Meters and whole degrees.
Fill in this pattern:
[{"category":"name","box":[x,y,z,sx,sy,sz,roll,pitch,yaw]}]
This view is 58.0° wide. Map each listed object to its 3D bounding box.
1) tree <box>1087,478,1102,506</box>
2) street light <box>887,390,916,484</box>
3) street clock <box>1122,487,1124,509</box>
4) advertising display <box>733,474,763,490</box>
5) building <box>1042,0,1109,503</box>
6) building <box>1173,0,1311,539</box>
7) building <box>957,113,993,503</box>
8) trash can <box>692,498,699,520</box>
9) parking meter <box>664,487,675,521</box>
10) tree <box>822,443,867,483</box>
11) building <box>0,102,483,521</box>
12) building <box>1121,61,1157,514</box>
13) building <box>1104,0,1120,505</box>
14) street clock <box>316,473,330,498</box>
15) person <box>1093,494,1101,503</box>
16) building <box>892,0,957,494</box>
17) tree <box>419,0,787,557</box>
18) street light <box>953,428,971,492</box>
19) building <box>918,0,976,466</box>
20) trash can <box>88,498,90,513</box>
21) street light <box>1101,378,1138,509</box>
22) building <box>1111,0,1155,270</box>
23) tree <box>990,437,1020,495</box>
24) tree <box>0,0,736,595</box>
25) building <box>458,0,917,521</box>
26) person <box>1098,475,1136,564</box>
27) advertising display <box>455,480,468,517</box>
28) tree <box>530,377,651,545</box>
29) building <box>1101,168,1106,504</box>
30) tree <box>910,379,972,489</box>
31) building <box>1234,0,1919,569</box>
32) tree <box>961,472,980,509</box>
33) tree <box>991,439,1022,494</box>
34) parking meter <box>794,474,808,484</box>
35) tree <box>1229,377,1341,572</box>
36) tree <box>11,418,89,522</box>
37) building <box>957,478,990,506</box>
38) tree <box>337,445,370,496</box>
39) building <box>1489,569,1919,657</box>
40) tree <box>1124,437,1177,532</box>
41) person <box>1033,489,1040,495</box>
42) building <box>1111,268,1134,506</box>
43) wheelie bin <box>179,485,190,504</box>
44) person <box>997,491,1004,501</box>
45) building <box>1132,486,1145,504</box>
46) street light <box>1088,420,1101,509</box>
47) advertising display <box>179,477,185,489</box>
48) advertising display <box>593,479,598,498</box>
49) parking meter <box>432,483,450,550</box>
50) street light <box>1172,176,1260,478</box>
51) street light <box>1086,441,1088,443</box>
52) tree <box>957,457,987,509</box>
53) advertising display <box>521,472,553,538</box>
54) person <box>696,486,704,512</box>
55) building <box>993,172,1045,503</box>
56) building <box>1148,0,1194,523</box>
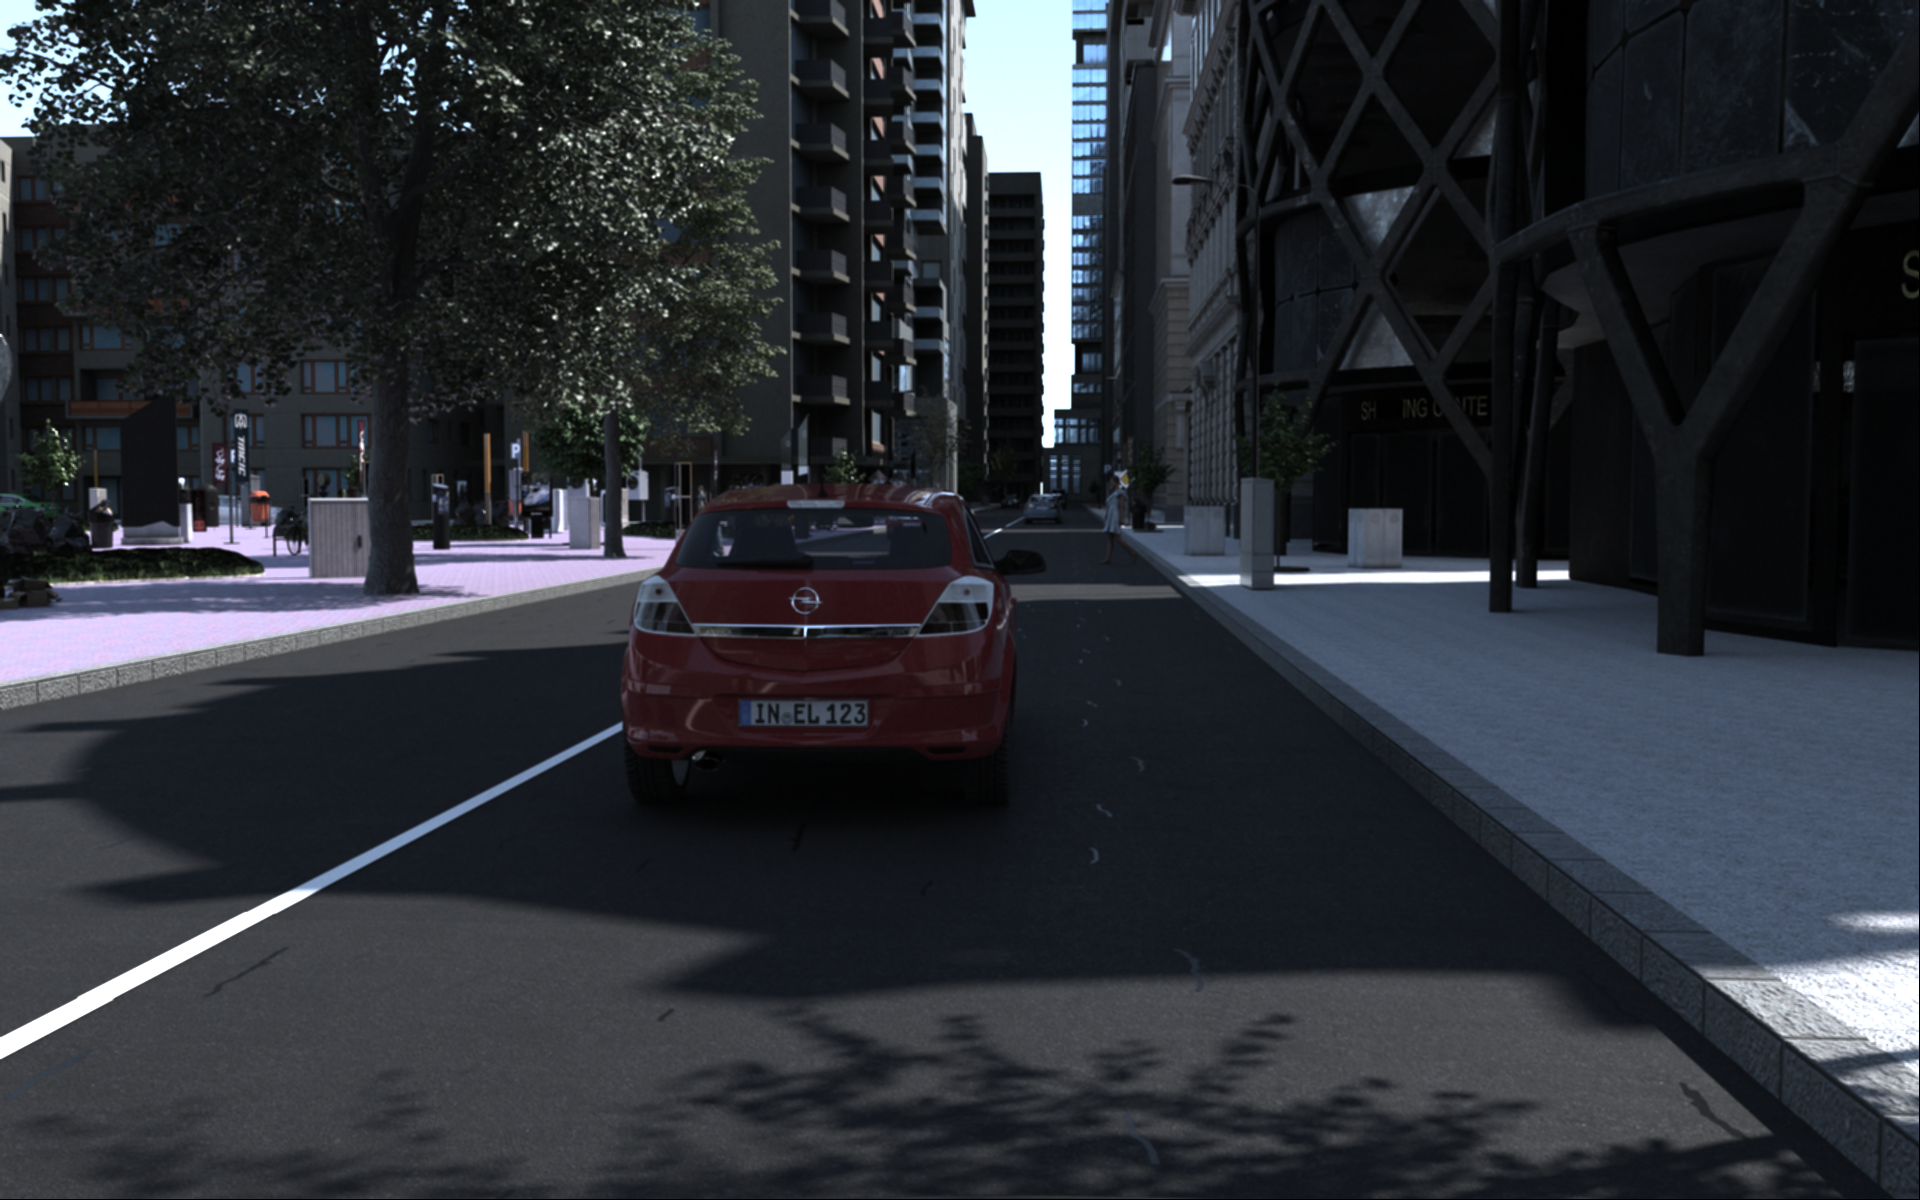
[{"category":"tree","box":[14.867,-12.152,193.278,1.663,3.219,1.824,0,3,0]},{"category":"street light","box":[-2.679,-6.428,77.644,1.470,5.913,1.316,0,4,4]},{"category":"street clock","box":[7.452,-4.604,79.845,0.358,2.002,0.471,-1,4,-15]},{"category":"advertising display","box":[-6.763,-3.065,55.324,0.974,1.923,0.123,-2,4,-24]},{"category":"building","box":[27.465,-57.050,245.441,31.000,86.520,22.319,0,4,4]},{"category":"building","box":[13.151,-13.983,57.502,11.050,23.489,19.941,0,4,4]},{"category":"building","box":[-7.449,-36.329,217.680,21.600,48.544,21.300,0,4,4]},{"category":"trash can","box":[-10.532,-3.425,67.656,0.748,1.137,0.748,0,3,0]},{"category":"parking meter","box":[-9.850,-3.086,58.865,0.372,1.533,0.369,0,3,0]},{"category":"tree","box":[-4.222,-4.293,64.789,1.663,3.219,1.824,0,3,0]},{"category":"building","box":[-40.170,-15.252,94.407,28.899,21.520,27.650,0,4,4]},{"category":"building","box":[17.022,-18.878,102.166,14.314,27.812,24.014,0,4,4]},{"category":"building","box":[27.041,-40.040,196.652,21.231,58.520,28.212,0,4,4]},{"category":"street clock","box":[-21.545,-3.308,58.649,0.471,2.002,0.358,2,4,32]},{"category":"person","box":[18.504,-13.646,232.428,1.217,1.723,0.721,1,4,13]},{"category":"building","box":[-11.032,-49.934,129.096,22.319,86.520,31.000,0,4,4]},{"category":"tree","box":[-7.510,-7.152,35.065,7.486,12.596,7.792,0,3,0]},{"category":"street light","box":[0.058,-9.100,121.326,1.470,5.913,1.316,0,4,4]},{"category":"building","box":[-13.396,-35.327,166.838,28.713,52.752,27.495,0,4,4]},{"category":"trash can","box":[-34.884,-3.571,70.032,0.748,1.137,0.748,0,3,0]},{"category":"street light","box":[6.505,-5.911,69.181,1.470,5.913,1.316,0,4,4]},{"category":"building","box":[29.288,-35.449,168.831,28.713,52.752,27.495,0,4,4]},{"category":"tree","box":[5.674,-16.513,220.346,4.737,8.622,4.395,0,3,0]},{"category":"tree","box":[-7.303,-7.062,22.123,9.857,13.997,8.962,0,3,0]},{"category":"building","box":[-14.020,-26.789,92.620,22.147,44.769,28.867,0,4,4]},{"category":"person","box":[3.218,-1.646,35.500,0.778,1.811,0.616,0,4,-5]},{"category":"advertising display","box":[-22.646,-4.492,78.657,0.123,1.923,0.974,1,4,12]},{"category":"tree","box":[-9.392,-3.677,43.837,4.285,4.588,4.351,0,3,0]},{"category":"building","box":[24.937,-32.757,219.166,14.154,41.232,14.086,0,4,4]},{"category":"tree","box":[-1.358,-9.837,111.204,4.360,8.622,3.978,0,3,0]},{"category":"building","box":[14.683,-10.503,39.171,16.820,18.784,16.811,0,4,4]},{"category":"tree","box":[1.000,-9.413,148.496,1.663,3.219,1.824,0,3,0]},{"category":"tree","box":[6.204,-16.914,226.903,4.360,8.622,3.978,0,3,0]},{"category":"parking meter","box":[-4.546,-2.671,49.387,0.399,1.863,0.255,0,4,8]},{"category":"tree","box":[5.235,-2.104,29.000,1.663,3.219,1.824,0,3,0]},{"category":"tree","box":[-23.266,-3.028,44.113,1.663,3.219,1.824,0,3,0]},{"category":"building","box":[-13.071,-30.653,193.061,32.217,40.220,23.993,0,4,4]},{"category":"tree","box":[-23.452,-4.513,68.389,1.663,3.219,1.824,0,3,0]},{"category":"building","box":[13.782,-9.136,16.820,16.820,18.784,16.811,0,4,4]},{"category":"tree","box":[6.251,-3.910,58.524,1.663,3.219,1.824,0,3,0]},{"category":"person","box":[5.631,-7.313,128.266,0.606,1.804,0.583,-1,4,-14]},{"category":"building","box":[17.525,-17.959,142.772,9.793,20.994,18.267,0,4,4]},{"category":"wheelie bin","box":[-27.514,-3.246,60.975,0.693,1.594,0.980,-3,5,-42]},{"category":"person","box":[5.694,-13.851,234.599,1.348,1.869,0.705,2,4,25]},{"category":"building","box":[17.414,-15.867,124.059,10.561,19.102,19.286,0,4,4]},{"category":"street light","box":[8.957,-8.339,108.882,1.470,5.913,1.316,0,4,4]},{"category":"advertising display","box":[-28.818,-3.593,63.959,0.123,1.923,0.974,0,4,-6]},{"category":"advertising display","box":[-13.698,-3.574,63.641,0.123,1.923,0.974,3,4,36]},{"category":"parking meter","box":[-12.043,-1.944,40.200,0.372,1.533,0.369,0,3,0]},{"category":"street light","box":[3.790,-3.233,25.400,1.470,5.913,1.316,0,4,4]},{"category":"street light","box":[11.748,-10.985,152.140,1.470,5.913,1.316,0,4,4]},{"category":"tree","box":[0.706,-10.263,151.506,4.285,4.588,4.351,0,3,0]},{"category":"advertising display","box":[-12.273,-2.755,50.259,0.974,1.923,0.123,1,4,17]},{"category":"person","box":[-11.208,-3.993,74.054,0.573,1.790,0.520,-1,4,-11]},{"category":"building","box":[1.185,-38.168,247.748,21.600,48.544,21.300,0,4,4]},{"category":"building","box":[19.304,-18.152,82.682,20.117,28.700,13.634,0,4,4]}]
